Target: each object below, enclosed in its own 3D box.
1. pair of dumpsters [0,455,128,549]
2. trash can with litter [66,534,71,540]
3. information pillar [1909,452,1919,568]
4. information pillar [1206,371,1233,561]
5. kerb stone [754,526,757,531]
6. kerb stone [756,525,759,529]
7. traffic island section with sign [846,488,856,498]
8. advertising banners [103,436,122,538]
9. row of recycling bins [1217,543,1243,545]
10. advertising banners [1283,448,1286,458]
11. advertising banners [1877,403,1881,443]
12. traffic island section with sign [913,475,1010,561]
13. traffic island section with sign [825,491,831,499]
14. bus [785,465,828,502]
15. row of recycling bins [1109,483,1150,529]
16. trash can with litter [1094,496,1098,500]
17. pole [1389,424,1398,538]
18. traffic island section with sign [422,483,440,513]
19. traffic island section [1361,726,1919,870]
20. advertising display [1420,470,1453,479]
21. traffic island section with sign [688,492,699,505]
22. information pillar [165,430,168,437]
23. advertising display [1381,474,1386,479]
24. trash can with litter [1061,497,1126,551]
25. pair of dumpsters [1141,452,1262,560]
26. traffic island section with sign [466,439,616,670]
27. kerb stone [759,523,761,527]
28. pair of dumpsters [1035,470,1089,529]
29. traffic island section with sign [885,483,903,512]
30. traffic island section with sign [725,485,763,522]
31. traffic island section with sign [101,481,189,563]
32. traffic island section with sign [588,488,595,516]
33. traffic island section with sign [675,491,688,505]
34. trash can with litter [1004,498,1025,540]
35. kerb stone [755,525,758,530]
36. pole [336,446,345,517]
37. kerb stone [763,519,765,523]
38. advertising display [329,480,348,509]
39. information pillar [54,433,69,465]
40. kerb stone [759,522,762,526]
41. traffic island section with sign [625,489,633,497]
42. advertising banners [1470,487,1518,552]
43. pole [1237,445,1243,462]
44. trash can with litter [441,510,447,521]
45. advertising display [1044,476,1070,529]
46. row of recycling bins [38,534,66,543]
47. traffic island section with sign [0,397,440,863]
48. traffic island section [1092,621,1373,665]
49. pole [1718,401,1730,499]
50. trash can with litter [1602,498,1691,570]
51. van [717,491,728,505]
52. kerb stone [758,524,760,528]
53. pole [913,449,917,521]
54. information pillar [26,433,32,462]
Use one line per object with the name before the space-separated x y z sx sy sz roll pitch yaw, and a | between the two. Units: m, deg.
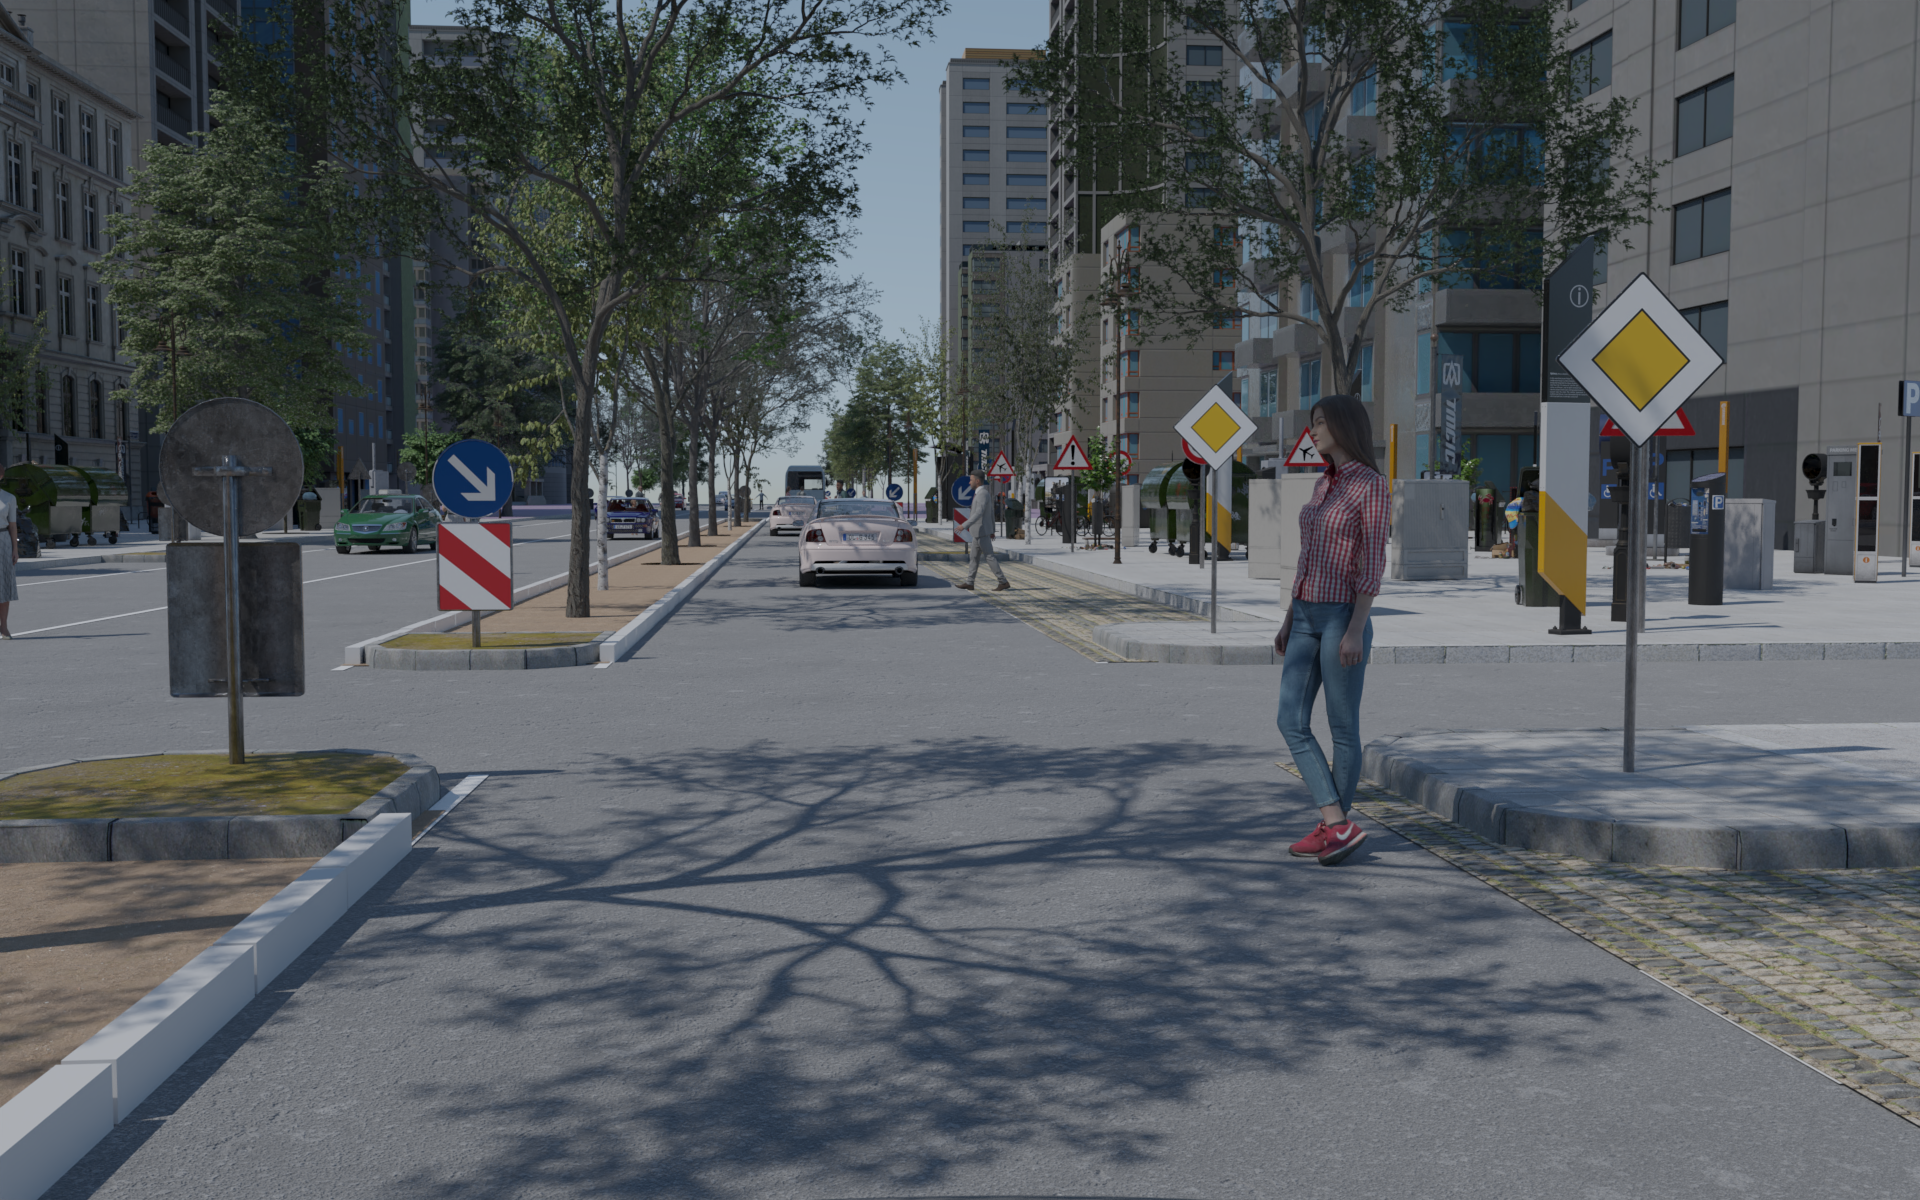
pair of dumpsters | -21.853 -2.424 42.127 1.574 2.255 4.437 0 4 -5
trash can with litter | -25.227 -2.265 48.421 0.624 1.170 1.055 -1 4 -18
information pillar | 16.830 -1.575 30.249 0.304 2.012 0.304 -2 4 -34
information pillar | 4.962 -2.550 33.042 0.504 3.616 0.183 -1 4 -12
kerb stone | -7.583 -2.504 63.145 0.120 0.150 1.000 0 4 -5
kerb stone | -7.868 -2.691 66.201 0.120 0.150 1.000 0 4 -5
traffic island section with sign | -7.355 -6.511 115.085 1.989 1.847 2.006 0 4 -5
advertising banners | -25.091 -3.372 51.328 0.090 3.025 2.074 -1 4 -10
row of recycling bins | 8.092 -2.226 43.505 3.534 1.692 1.069 1 4 13
advertising banners | 12.194 -4.263 65.886 0.090 3.025 2.074 1 4 22
advertising banners | 17.311 -2.238 32.783 0.090 3.025 2.074 2 4 32
traffic island section with sign | -0.027 -1.773 37.617 1.989 1.847 2.006 0 4 -5
traffic island section with sign | -9.898 -8.152 141.920 1.989 1.847 2.006 0 4 -5
bus | -10.412 -7.493 117.372 2.948 3.499 13.247 0 4 -4
row of recycling bins | 7.077 -3.562 65.346 3.534 1.692 1.069 -2 4 -34
trash can with litter | 6.817 -4.635 87.172 0.624 1.170 1.055 1 4 10
pole | 12.620 -3.463 50.460 0.158 3.312 0.155 0 3 0
traffic island section with sign | -19.567 -3.386 63.982 1.989 1.847 2.006 0 4 -5
traffic island section | 3.107 0.873 8.012 2.009 0.180 2.903 0 4 -5
advertising display | 12.938 -2.558 47.032 0.974 1.923 0.123 -1 4 -20
traffic island section with sign | -34.582 -13.082 222.518 1.989 1.847 2.006 0 4 -5
information pillar | -24.469 -3.801 53.498 0.183 3.616 0.504 -2 4 -28
advertising display | 13.573 -3.111 56.073 0.123 1.923 0.974 2 4 32
trash can with litter | 3.012 -1.781 40.177 1.678 1.210 2.233 1 4 15
pair of dumpsters | 4.901 -2.015 35.436 1.574 2.255 4.437 0 4 -6
traffic island section with sign | -4.089 -0.421 15.014 2.006 1.907 1.989 0 4 -5
kerb stone | -8.259 -2.940 70.276 0.120 0.150 1.000 0 4 -5
pair of dumpsters | 3.929 -3.875 65.854 1.574 2.255 4.437 0 4 -6
traffic island section with sign | -2.601 -3.438 64.840 1.989 1.847 2.006 0 4 -5
traffic island section with sign | -11.180 -4.996 89.818 2.006 1.907 1.989 0 4 -5
traffic island section with sign | -17.039 -1.744 37.145 1.989 1.847 2.006 0 4 -5
traffic island section with sign | -24.236 -6.398 113.238 1.989 1.847 2.006 0 4 -5
traffic island section with sign | -31.891 -11.349 194.188 1.989 1.847 2.006 0 4 -5
trash can with litter | 1.680 -2.297 48.938 0.624 1.170 1.055 -2 4 -29
kerb stone | -7.770 -2.627 65.180 0.120 0.150 1.000 0 4 -5
pole | -26.379 -4.893 73.849 0.158 3.312 0.155 0 3 0
kerb stone | -9.131 -3.499 79.458 0.120 0.150 1.000 0 4 -5
advertising display | -28.241 -4.480 78.467 0.974 1.923 0.123 -2 4 -31
information pillar | -34.498 -4.599 66.547 0.504 3.616 0.183 -1 4 -18
kerb stone | -8.451 -3.066 72.331 0.120 0.150 1.000 0 4 -5
traffic island section with sign | -26.836 -8.077 140.690 1.989 1.847 2.006 0 4 -5
advertising banners | 12.309 -2.560 38.039 2.074 3.025 0.090 2 4 25
pole | 10.509 -4.360 65.123 0.158 3.312 0.155 0 3 0
trash can with litter | -24.526 -4.350 82.503 1.055 1.170 0.624 2 4 35
advertising display | 3.520 -3.518 62.733 0.974 1.923 0.123 2 4 25
row of recycling bins | -24.718 -2.324 45.107 1.069 1.692 3.534 1 4 14
traffic island section with sign | -3.400 0.030 7.639 2.006 1.907 1.989 0 4 -5
traffic island section | 2.354 0.386 15.962 2.009 0.180 2.903 0 4 -5
pole | 16.834 -2.713 38.206 0.158 3.312 0.155 0 3 0
trash can with litter | 12.050 -1.160 30.021 2.233 1.210 1.678 -1 4 -11
van | -31.669 -13.771 232.168 2.013 2.044 4.112 0 4 -6
kerb stone | -8.058 -2.815 68.237 0.120 0.150 1.000 0 4 -5
pole | -2.018 -5.154 78.112 0.158 3.312 0.155 0 3 0
information pillar | -35.675 -4.591 66.419 0.183 3.616 0.504 -1 4 -19
